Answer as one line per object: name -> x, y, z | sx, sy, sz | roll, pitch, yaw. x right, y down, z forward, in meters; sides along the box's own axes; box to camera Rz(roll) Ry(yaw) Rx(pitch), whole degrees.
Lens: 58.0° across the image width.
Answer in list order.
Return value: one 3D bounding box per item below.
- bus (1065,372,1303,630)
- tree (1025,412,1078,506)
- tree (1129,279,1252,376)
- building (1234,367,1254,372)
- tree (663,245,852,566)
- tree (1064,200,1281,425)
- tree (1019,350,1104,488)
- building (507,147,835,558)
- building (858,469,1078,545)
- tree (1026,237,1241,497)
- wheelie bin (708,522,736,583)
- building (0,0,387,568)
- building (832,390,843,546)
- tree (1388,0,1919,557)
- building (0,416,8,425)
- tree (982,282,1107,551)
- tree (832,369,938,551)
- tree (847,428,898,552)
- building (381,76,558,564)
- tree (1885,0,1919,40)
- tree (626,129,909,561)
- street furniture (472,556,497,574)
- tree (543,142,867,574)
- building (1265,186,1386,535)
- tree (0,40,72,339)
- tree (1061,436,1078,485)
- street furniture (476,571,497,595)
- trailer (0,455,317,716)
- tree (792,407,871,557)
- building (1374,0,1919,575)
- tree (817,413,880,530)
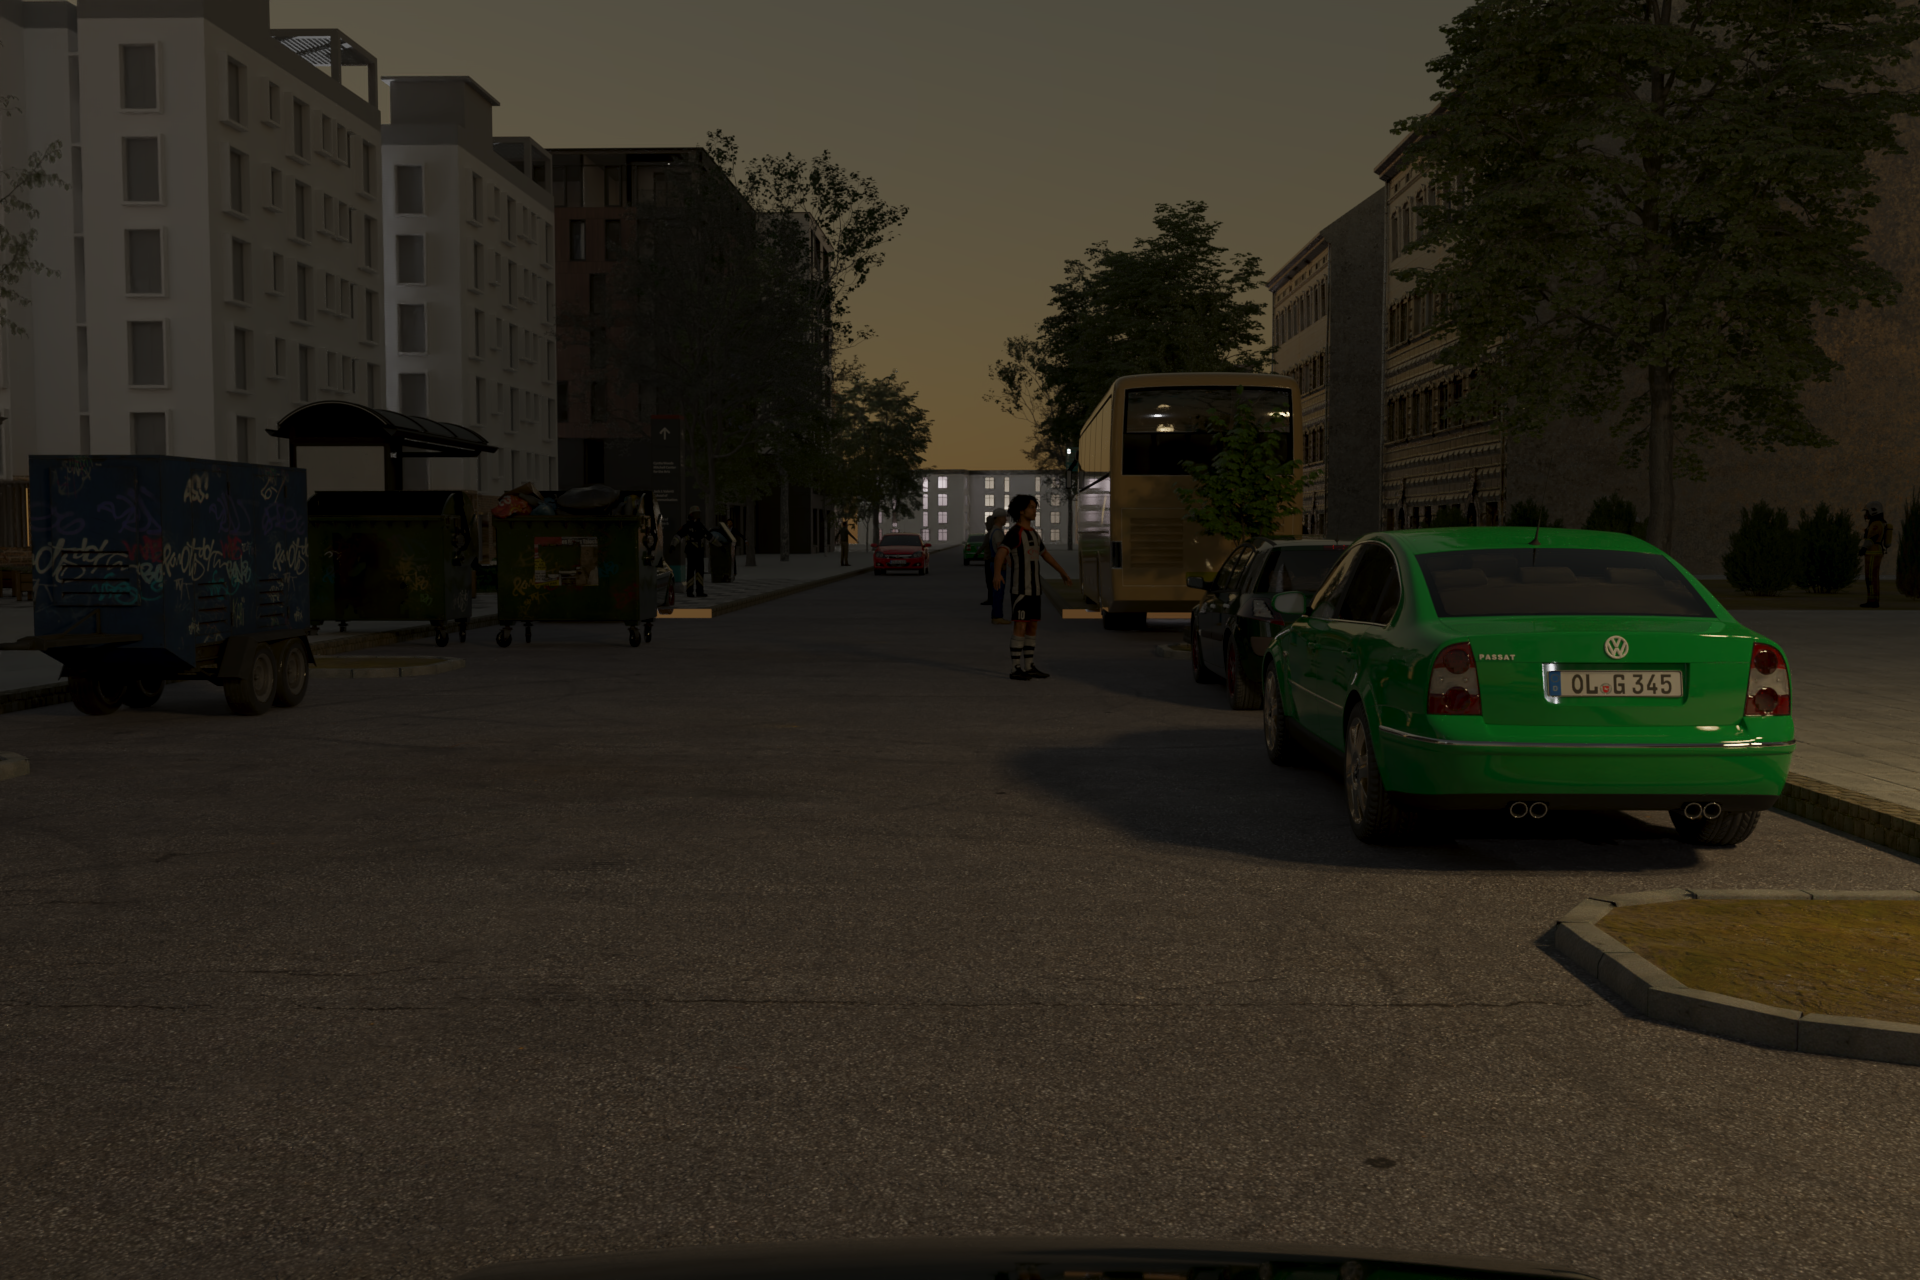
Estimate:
bus -> 3.404, -2.277, 28.775 | 2.896, 3.916, 12.252 | 0, 4, 2
tree -> 8.863, -11.292, 119.042 | 8.767, 10.594, 7.601 | -1, 4, -10
tree -> 6.720, -6.124, 50.492 | 4.737, 8.622, 4.395 | 0, 3, 0
building -> 26.848, -21.306, 204.776 | 16.016, 20.090, 11.380 | 0, 4, 1
tree -> -8.068, -9.178, 68.184 | 7.486, 12.596, 7.792 | 0, 3, 0
tree -> 7.253, -8.629, 59.209 | 7.486, 12.596, 7.792 | 0, 3, 0
tree -> 8.642, -11.960, 105.914 | 12.009, 13.543, 11.850 | 0, 3, 0
building -> -23.506, -16.177, 108.463 | 27.936, 21.610, 32.646 | 0, 4, 2
building -> 1.281, -17.116, 224.446 | 28.070, 9.664, 9.099 | 1, 4, 11
tree -> 7.760, -10.271, 74.592 | 9.857, 13.997, 8.962 | 0, 3, 0
wheelie bin -> -6.275, -2.303, 45.560 | 0.693, 1.594, 0.980 | 0, 4, 2
building -> -27.976, -12.189, 55.714 | 16.016, 20.090, 11.380 | 0, 4, 1
building -> -22.708, -21.679, 185.373 | 19.493, 23.208, 18.063 | 0, 4, 2
tree -> 9.438, -6.460, 23.751 | 7.486, 12.596, 7.792 | 0, 3, 0
building -> -27.768, -12.486, 20.794 | 14.369, 24.946, 33.146 | 0, 4, 2
tree -> 8.053, -16.903, 132.250 | 12.611, 20.169, 13.585 | 0, 3, 0
tree -> -6.560, -13.831, 132.796 | 9.857, 13.997, 8.962 | 0, 3, 0
tree -> -6.428, -10.421, 120.753 | 4.737, 8.622, 4.395 | 0, 3, 0
building -> -25.174, -13.253, 73.114 | 16.016, 20.090, 11.380 | 0, 4, 0
tree -> 27.947, -11.289, 40.461 | 12.611, 20.169, 13.585 | 0, 3, 0
tree -> -9.098, -13.816, 81.788 | 12.611, 20.169, 13.585 | 0, 3, 0
street furniture -> -14.763, -1.939, 47.329 | 10.072, 0.657, 5.734 | -2, 4, -30
tree -> -8.096, -8.874, 55.454 | 12.009, 13.543, 11.850 | 0, 3, 0
building -> 27.926, -16.190, 95.627 | 19.493, 23.208, 18.063 | 0, 4, 1
tree -> -12.617, -4.246, 19.791 | 4.360, 8.622, 3.978 | 0, 3, 0
tree -> 7.912, -8.927, 96.311 | 4.737, 8.622, 4.395 | 0, 3, 0
street furniture -> -12.848, -1.442, 39.195 | 10.072, 0.657, 5.734 | 0, 4, 1
trailer -> -6.213, -0.379, 13.246 | 1.471, 1.999, 3.904 | 0, 4, 1
tree -> -7.218, -8.909, 96.019 | 4.737, 8.622, 4.395 | 0, 3, 0
building -> 26.599, -14.175, 62.683 | 19.493, 23.208, 18.063 | 0, 4, 2
tree -> -6.880, -9.405, 104.139 | 4.360, 8.622, 3.978 | 0, 3, 0
